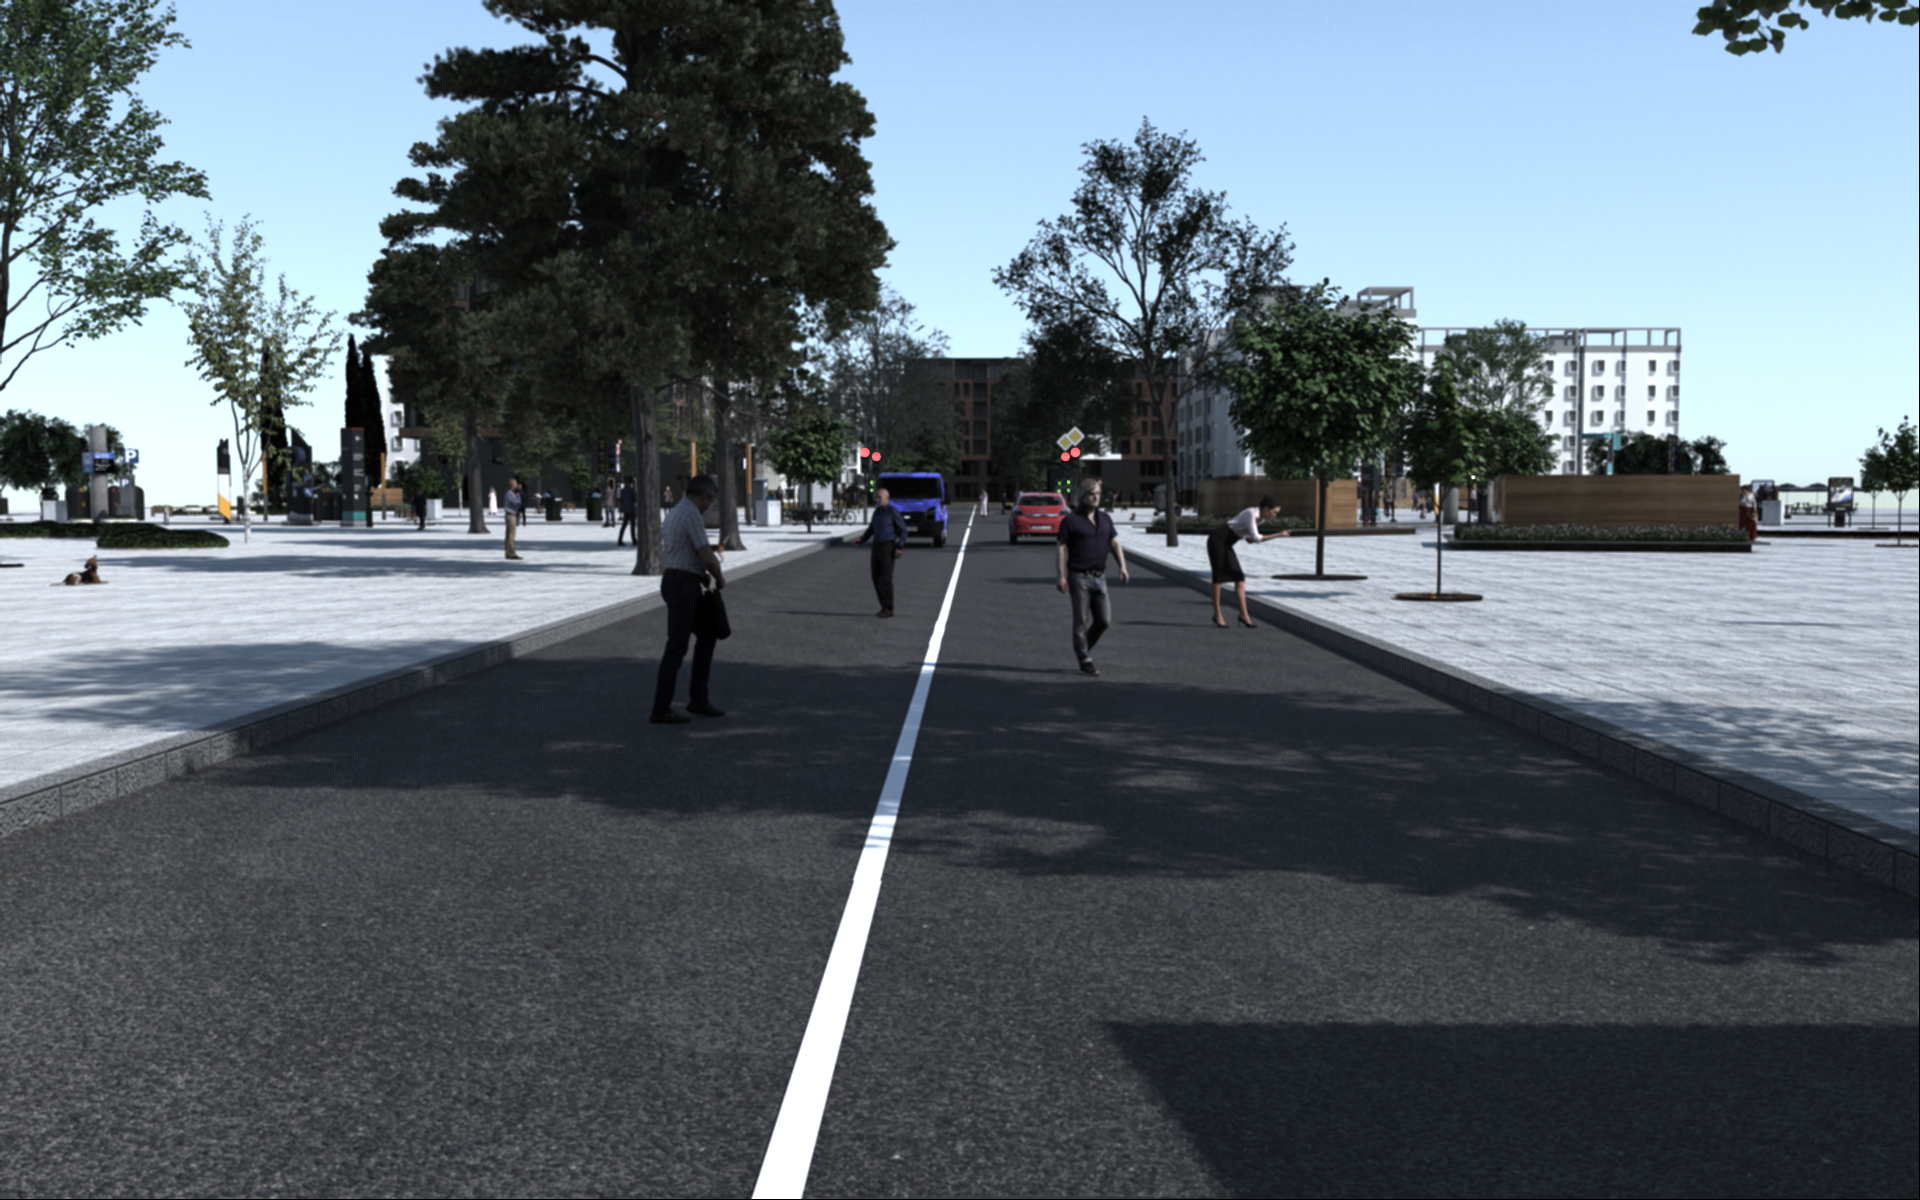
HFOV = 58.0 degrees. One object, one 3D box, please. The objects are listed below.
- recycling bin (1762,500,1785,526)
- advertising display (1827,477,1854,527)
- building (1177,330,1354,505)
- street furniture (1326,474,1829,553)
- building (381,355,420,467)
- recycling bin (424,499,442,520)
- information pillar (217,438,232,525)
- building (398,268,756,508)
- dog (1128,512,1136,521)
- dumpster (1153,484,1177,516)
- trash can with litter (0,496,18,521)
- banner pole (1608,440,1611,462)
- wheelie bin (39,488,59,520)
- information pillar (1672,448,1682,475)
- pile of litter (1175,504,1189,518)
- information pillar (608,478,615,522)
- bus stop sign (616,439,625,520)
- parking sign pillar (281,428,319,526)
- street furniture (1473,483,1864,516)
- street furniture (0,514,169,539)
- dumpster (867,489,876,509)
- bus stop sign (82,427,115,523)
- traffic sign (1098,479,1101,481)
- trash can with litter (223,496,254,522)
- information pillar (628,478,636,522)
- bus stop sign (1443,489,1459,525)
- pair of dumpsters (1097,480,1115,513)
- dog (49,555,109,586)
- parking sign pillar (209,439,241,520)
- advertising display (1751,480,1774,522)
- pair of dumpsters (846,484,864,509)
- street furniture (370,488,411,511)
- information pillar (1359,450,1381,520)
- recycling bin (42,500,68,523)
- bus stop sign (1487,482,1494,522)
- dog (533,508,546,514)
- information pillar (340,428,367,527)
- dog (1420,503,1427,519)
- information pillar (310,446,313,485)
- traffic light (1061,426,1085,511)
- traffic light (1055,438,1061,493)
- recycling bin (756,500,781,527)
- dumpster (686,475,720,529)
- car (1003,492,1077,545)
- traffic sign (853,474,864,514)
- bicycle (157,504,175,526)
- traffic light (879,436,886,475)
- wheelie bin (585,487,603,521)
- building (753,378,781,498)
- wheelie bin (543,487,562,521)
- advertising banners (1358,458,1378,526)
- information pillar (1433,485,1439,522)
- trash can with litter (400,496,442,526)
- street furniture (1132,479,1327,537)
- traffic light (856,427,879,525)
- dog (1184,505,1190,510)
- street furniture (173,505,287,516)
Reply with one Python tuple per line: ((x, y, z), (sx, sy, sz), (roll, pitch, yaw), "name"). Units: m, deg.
((32.978, -3.527, 70.225), (0.722, 1.027, 0.722), (2, 4, 34), "recycling bin")
((34.011, -3.774, 66.914), (0.974, 1.923, 0.123), (0, 4, -6), "advertising display")
((34.709, -20.094, 194.987), (16.747, 18.905, 31.486), (0, 4, 1), "building")
((14.052, -2.115, 41.428), (9.812, 1.723, 11.010), (1, 4, 14), "street furniture")
((-60.125, -21.294, 204.568), (11.380, 20.091, 16.016), (0, 4, 1), "building")
((-25.826, -4.417, 84.772), (0.722, 1.027, 0.722), (1, 4, 10), "recycling bin")
((-30.658, -4.940, 72.131), (0.183, 3.616, 0.504), (3, 5, 43), "information pillar")
((-36.237, -20.008, 171.097), (27.936, 21.610, 32.646), (0, 4, 1), "building")
((8.305, -4.047, 83.907), (0.748, 0.427, 0.550), (-2, 4, -34), "dog")
((12.113, -5.907, 102.341), (1.264, 1.857, 1.865), (0, 4, 1), "dumpster")
((-45.961, -4.355, 82.255), (2.233, 1.210, 1.678), (-2, 4, -32), "trash can with litter")
((30.232, -5.549, 80.745), (0.401, 3.779, 0.863), (1, 4, 13), "banner pole")
((-44.636, -4.713, 84.958), (0.693, 1.594, 0.980), (2, 4, 25), "wheelie bin")
((34.213, -5.594, 82.816), (0.504, 3.616, 0.183), (3, 5, 43), "information pillar")
((10.170, -3.982, 79.071), (1.176, 0.858, 1.719), (2, 4, 34), "pile of litter")
((-16.263, -4.660, 80.676), (0.304, 2.012, 0.304), (-1, 4, -19), "information pillar")
((-16.637, -5.832, 84.053), (0.416, 3.939, 0.855), (2, 4, 33), "bus stop sign")
((-26.747, -4.992, 70.090), (1.447, 3.967, 1.447), (3, 5, 39), "parking sign pillar")
((46.152, -6.760, 115.554), (14.083, 1.986, 27.439), (-1, 4, -10), "street furniture")
((-28.513, -2.123, 50.337), (10.072, 0.657, 5.734), (-2, 4, -30), "street furniture")
((-7.256, -8.364, 142.511), (1.264, 1.857, 1.865), (0, 4, 0), "dumpster")
((-33.741, -4.822, 67.852), (0.837, 3.901, 0.837), (2, 4, 33), "bus stop sign")
((11.359, -8.593, 140.497), (0.884, 2.594, 0.081), (1, 4, 9), "traffic sign")
((-33.610, -4.233, 80.262), (1.678, 1.210, 2.233), (0, 4, 1), "trash can with litter")
((-15.186, -4.622, 80.059), (0.304, 2.012, 0.304), (2, 4, 25), "information pillar")
((20.205, -5.029, 71.241), (0.837, 3.901, 0.837), (-1, 4, -15), "bus stop sign")
((9.993, -7.286, 121.623), (1.574, 2.255, 4.436), (0, 4, 1), "pair of dumpsters")
((-12.511, -0.419, 24.583), (0.748, 0.427, 0.550), (-2, 4, -24), "dog")
((-36.214, -5.917, 85.210), (1.447, 3.967, 1.447), (-2, 4, -29), "parking sign pillar")
((37.359, -4.613, 80.642), (0.974, 1.923, 0.123), (1, 4, 18), "advertising display")
((-9.133, -9.077, 150.899), (1.574, 2.255, 4.436), (0, 4, 1), "pair of dumpsters")
((-46.204, -7.582, 130.812), (11.010, 1.723, 9.812), (2, 4, 32), "street furniture")
((20.057, -5.823, 84.589), (0.750, 3.857, 0.750), (3, 5, 41), "information pillar")
((-36.172, -3.466, 69.218), (0.722, 1.027, 0.722), (-1, 4, -10), "recycling bin")
((23.779, -5.456, 78.226), (0.837, 3.901, 0.837), (-2, 4, -33), "bus stop sign")
((-27.331, -5.798, 112.536), (0.748, 0.427, 0.550), (1, 4, 14), "dog")
((-23.747, -4.795, 67.778), (0.750, 3.857, 0.750), (2, 4, 28), "information pillar")
((23.755, -4.576, 89.195), (0.800, 0.831, 0.513), (-2, 4, -24), "dog")
((-32.007, -5.701, 84.524), (0.184, 3.620, 1.656), (-3, 5, -44), "information pillar")
((4.690, -5.004, 71.059), (0.839, 4.213, 0.868), (0, 4, 1), "traffic light")
((4.778, -5.492, 79.044), (0.839, 4.213, 0.868), (0, 4, 1), "traffic light")
((-7.511, -3.386, 67.910), (0.722, 1.027, 0.722), (3, 5, 40), "recycling bin")
((-7.571, -2.855, 52.439), (1.264, 1.857, 1.865), (0, 4, 1), "dumpster")
((2.331, -2.523, 50.299), (2.155, 1.783, 4.494), (0, 4, 2), "car")
((-6.441, -6.733, 110.188), (0.768, 2.556, 0.104), (0, 4, 5), "traffic sign")
((-32.398, -3.518, 70.738), (0.635, 0.972, 1.543), (-1, 4, -19), "bicycle")
((-3.783, -5.497, 79.121), (0.839, 4.213, 0.868), (0, 4, 1), "traffic light")
((-17.304, -4.529, 81.964), (0.980, 1.594, 0.693), (2, 4, 35), "wheelie bin")
((-37.783, -20.616, 203.531), (31.486, 18.905, 16.747), (0, 4, 1), "building")
((-19.187, -4.502, 81.515), (0.693, 1.594, 0.980), (1, 4, 23), "wheelie bin")
((15.842, -4.359, 67.465), (0.090, 3.025, 2.074), (2, 4, 35), "advertising banners")
((21.667, -5.340, 78.663), (0.183, 3.616, 0.504), (3, 4, 39), "information pillar")
((-22.044, -3.655, 70.817), (1.678, 1.210, 2.233), (-1, 4, -18), "trash can with litter")
((9.432, -3.038, 56.526), (11.010, 1.723, 9.812), (-3, 4, -37), "street furniture")
((-3.871, -5.009, 71.136), (0.839, 4.213, 0.868), (0, 4, 1), "traffic light")
((17.742, -7.183, 135.178), (0.550, 0.427, 0.748), (-2, 4, -26), "dog")
((-42.373, -5.468, 105.032), (10.072, 0.657, 5.734), (-2, 4, -24), "street furniture")
